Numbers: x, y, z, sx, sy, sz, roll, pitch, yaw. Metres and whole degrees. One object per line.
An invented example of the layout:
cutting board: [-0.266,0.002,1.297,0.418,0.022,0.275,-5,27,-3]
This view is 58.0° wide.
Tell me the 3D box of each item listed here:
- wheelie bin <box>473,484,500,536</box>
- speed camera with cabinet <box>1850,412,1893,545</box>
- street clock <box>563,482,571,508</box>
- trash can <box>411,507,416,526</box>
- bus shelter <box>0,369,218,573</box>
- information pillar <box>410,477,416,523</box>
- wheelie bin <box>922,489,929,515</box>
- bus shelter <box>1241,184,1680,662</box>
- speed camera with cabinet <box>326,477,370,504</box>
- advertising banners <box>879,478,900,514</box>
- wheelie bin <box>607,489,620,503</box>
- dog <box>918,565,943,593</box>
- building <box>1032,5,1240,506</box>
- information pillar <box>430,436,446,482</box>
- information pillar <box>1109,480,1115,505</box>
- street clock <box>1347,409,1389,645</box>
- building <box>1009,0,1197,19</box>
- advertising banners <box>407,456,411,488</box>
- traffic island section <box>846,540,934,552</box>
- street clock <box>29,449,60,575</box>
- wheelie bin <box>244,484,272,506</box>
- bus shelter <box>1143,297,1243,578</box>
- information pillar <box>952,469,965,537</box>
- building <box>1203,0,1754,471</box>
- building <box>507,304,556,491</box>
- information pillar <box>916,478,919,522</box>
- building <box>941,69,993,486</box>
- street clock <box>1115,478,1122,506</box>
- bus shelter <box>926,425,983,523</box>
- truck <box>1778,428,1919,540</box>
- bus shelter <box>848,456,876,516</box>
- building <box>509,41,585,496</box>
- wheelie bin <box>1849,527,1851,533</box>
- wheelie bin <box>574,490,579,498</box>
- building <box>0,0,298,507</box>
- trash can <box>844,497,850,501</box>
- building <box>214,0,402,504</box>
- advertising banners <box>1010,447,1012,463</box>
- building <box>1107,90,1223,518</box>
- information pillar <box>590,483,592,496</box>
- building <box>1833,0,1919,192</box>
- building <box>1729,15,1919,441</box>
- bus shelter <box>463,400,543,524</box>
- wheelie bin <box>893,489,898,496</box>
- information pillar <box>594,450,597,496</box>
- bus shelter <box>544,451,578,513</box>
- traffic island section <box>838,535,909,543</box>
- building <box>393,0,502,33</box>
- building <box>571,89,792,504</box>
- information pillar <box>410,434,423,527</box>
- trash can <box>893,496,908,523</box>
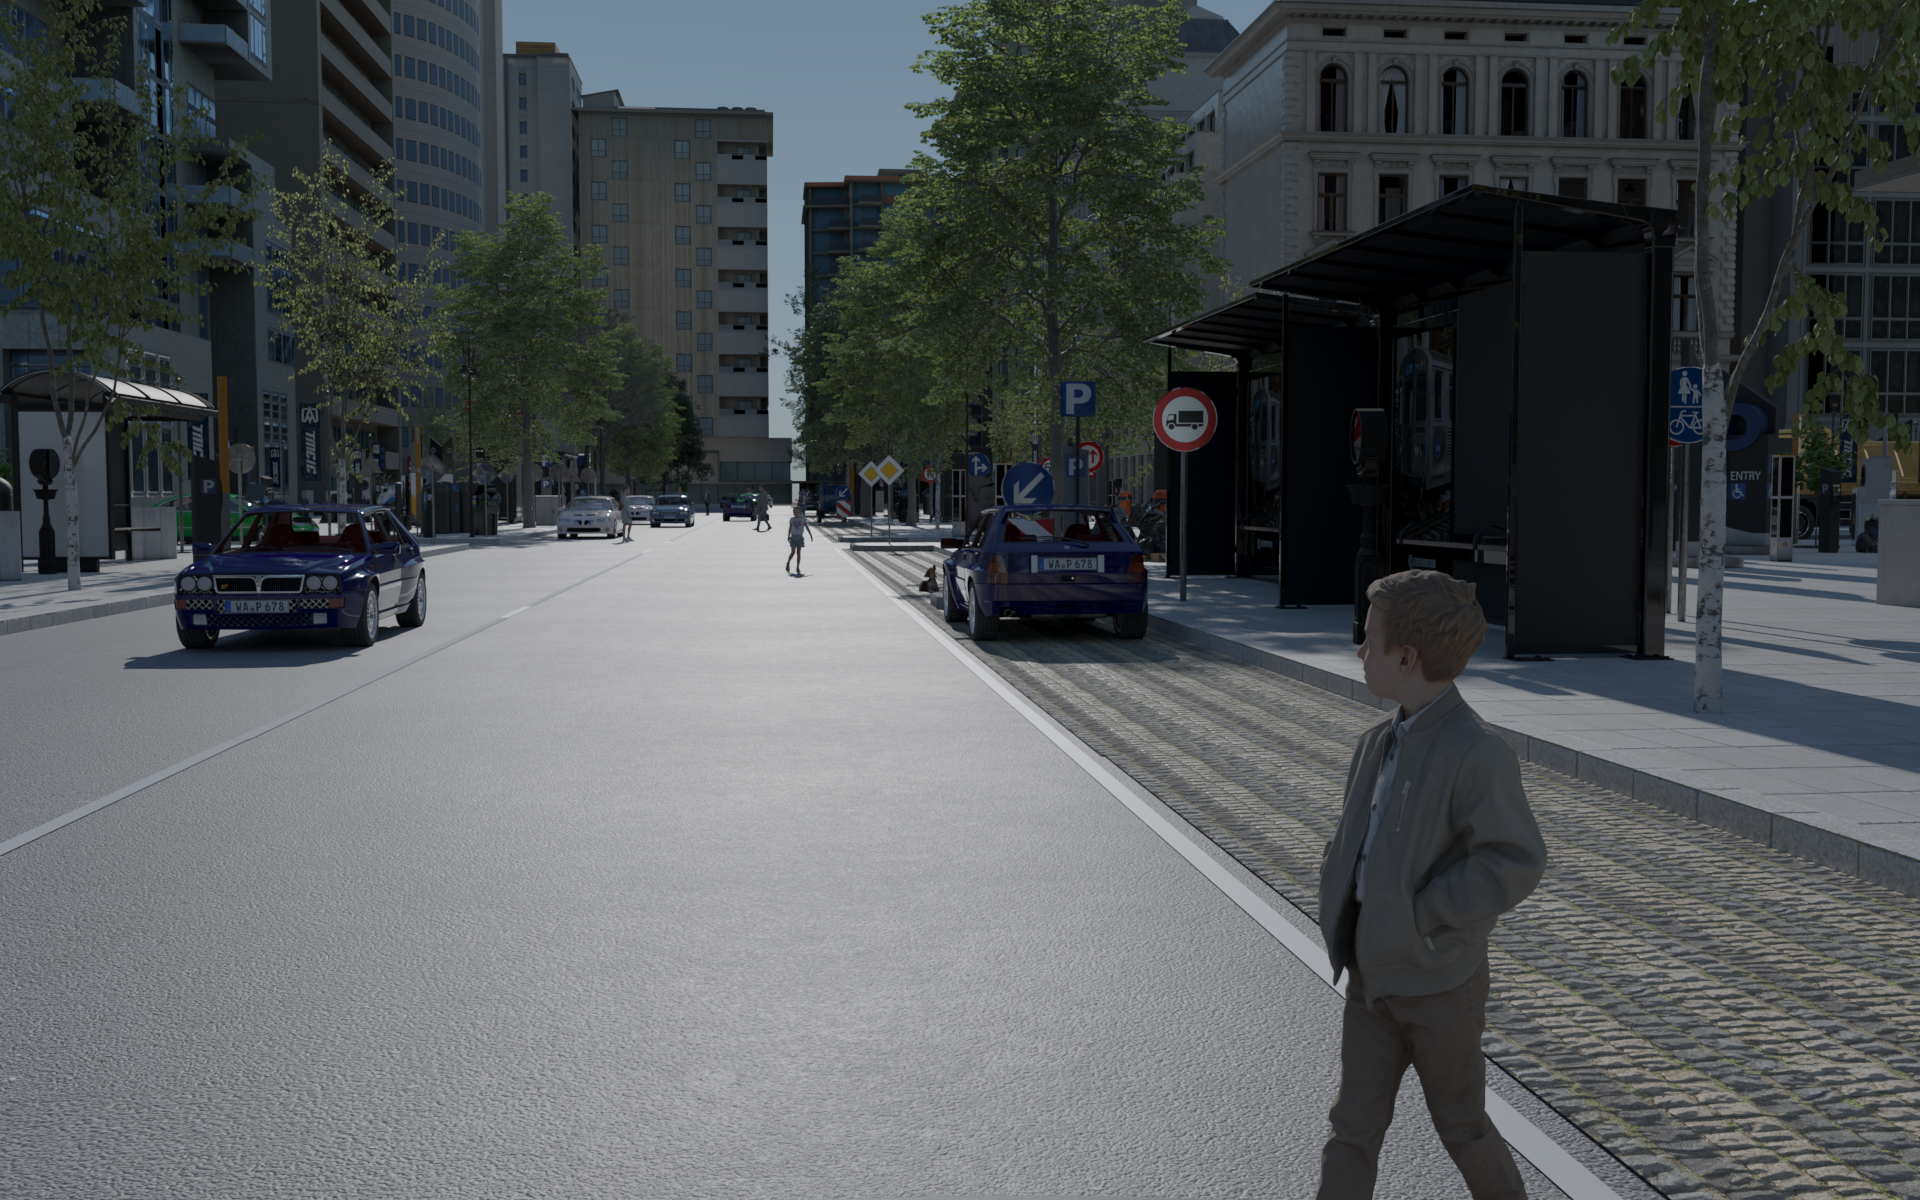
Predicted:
wheelie bin: [-14.682,-2.803,53.744,0.693,1.594,0.980,2,4,34]
speed camera with cabinet: [22.436,-2.956,42.660,0.660,3.252,2.038,1,4,19]
street clock: [-17.743,-4.509,78.298,0.358,2.002,0.471,-2,4,-33]
trash can: [-22.075,-3.571,70.047,0.748,1.137,0.748,0,3,0]
bus shelter: [-14.938,-2.252,30.744,2.014,3.302,5.546,0,4,-6]
information pillar: [-23.646,-4.323,75.177,0.304,2.012,0.304,3,5,41]
wheelie bin: [-1.981,-6.114,107.876,0.693,1.594,0.980,-2,4,-27]
bus shelter: [4.399,-1.533,16.340,1.731,3.624,6.357,0,4,-6]
speed camera with cabinet: [-30.613,-5.647,86.657,2.038,3.252,0.660,-2,4,-30]
advertising banners: [-4.379,-6.948,109.789,2.074,3.025,0.090,-3,5,-40]
wheelie bin: [-22.292,-6.345,111.648,0.693,1.594,0.980,1,4,13]
dog: [-0.372,-0.313,25.318,0.550,0.427,0.748,2,4,25]
building: [12.455,-20.602,114.335,11.434,29.767,29.804,0,4,-6]
information pillar: [-21.287,-4.834,70.397,0.504,3.616,0.183,0,4,4]
information pillar: [7.892,-5.243,90.217,0.304,2.012,0.304,3,4,36]
street clock: [3.474,-0.624,14.765,0.358,2.002,0.471,0,4,2]
building: [10.670,-27.912,139.954,14.154,41.232,14.086,0,4,-6]
advertising banners: [-25.636,-5.061,78.940,2.074,3.025,0.090,1,4,13]
traffic island section: [-1.785,-1.348,44.326,2.009,0.180,2.903,0,4,-6]
street clock: [-14.591,-1.412,27.652,0.358,2.002,0.471,0,4,5]
wheelie bin: [-21.664,-2.787,53.480,0.980,1.594,0.693,1,4,16]
bus shelter: [3.960,-1.962,23.359,1.731,3.624,6.357,0,4,-6]
information pillar: [-0.031,-2.892,51.780,0.304,2.012,0.304,2,4,33]
building: [21.314,-14.940,73.143,19.941,23.489,11.050,0,4,-6]
building: [-56.308,-19.928,170.869,28.899,21.520,27.650,0,4,-6]
information pillar: [-2.081,-4.596,79.631,0.304,2.012,0.304,3,5,43]
building: [10.804,-31.884,175.927,22.147,44.769,28.867,0,4,-6]
street clock: [7.178,-4.515,78.389,0.358,2.002,0.471,-1,4,-8]
bus shelter: [-0.460,-6.400,82.265,2.179,5.291,8.768,0,4,-6]
truck: [26.275,-3.416,51.773,9.791,3.379,3.469,0,4,-8]
bus shelter: [-6.144,-7.061,106.733,1.731,3.624,6.357,0,4,-6]
building: [-64.160,-41.985,228.458,28.212,58.520,21.231,0,4,-6]
wheelie bin: [29.538,-2.995,56.872,0.980,1.594,0.693,-3,5,-44]
wheelie bin: [-26.300,-6.877,120.340,0.980,1.594,0.693,-2,4,-29]
building: [-43.178,-46.598,74.544,22.319,86.520,31.000,0,4,-6]
trash can: [-8.117,-6.822,123.188,0.748,1.137,0.748,0,3,0]
building: [-48.857,-29.714,109.525,21.300,48.544,21.600,0,4,-6]
advertising banners: [2.005,-4.168,64.342,0.090,3.025,2.074,0,4,-5]
building: [14.441,-14.450,91.003,10.420,20.320,16.860,0,4,-6]
information pillar: [-20.186,-5.481,94.107,0.304,2.012,0.304,1,4,12]
building: [30.399,-26.263,18.647,28.713,52.752,27.495,0,4,-6]
building: [46.221,-15.819,77.706,30.058,24.678,14.314,0,4,-6]
bus shelter: [-20.150,-6.011,75.913,2.179,5.291,8.768,0,4,-6]
wheelie bin: [-4.369,-6.602,115.846,0.693,1.594,0.980,0,4,6]
information pillar: [-19.451,-6.181,92.417,0.183,3.616,0.504,0,4,-6]
bus shelter: [-20.486,-6.619,85.858,2.179,5.291,8.768,0,4,-6]
traffic island section: [-2.649,-1.834,52.264,2.009,0.180,2.903,0,4,-6]
building: [-48.681,-36.345,136.237,21.231,58.520,28.212,0,4,-6]
building: [-36.843,-39.500,235.065,27.495,52.752,28.713,0,4,-6]
information pillar: [-21.183,-4.663,67.589,0.504,3.616,0.183,1,4,15]
trash can: [-2.461,-4.030,77.546,0.748,1.137,0.748,0,3,0]
